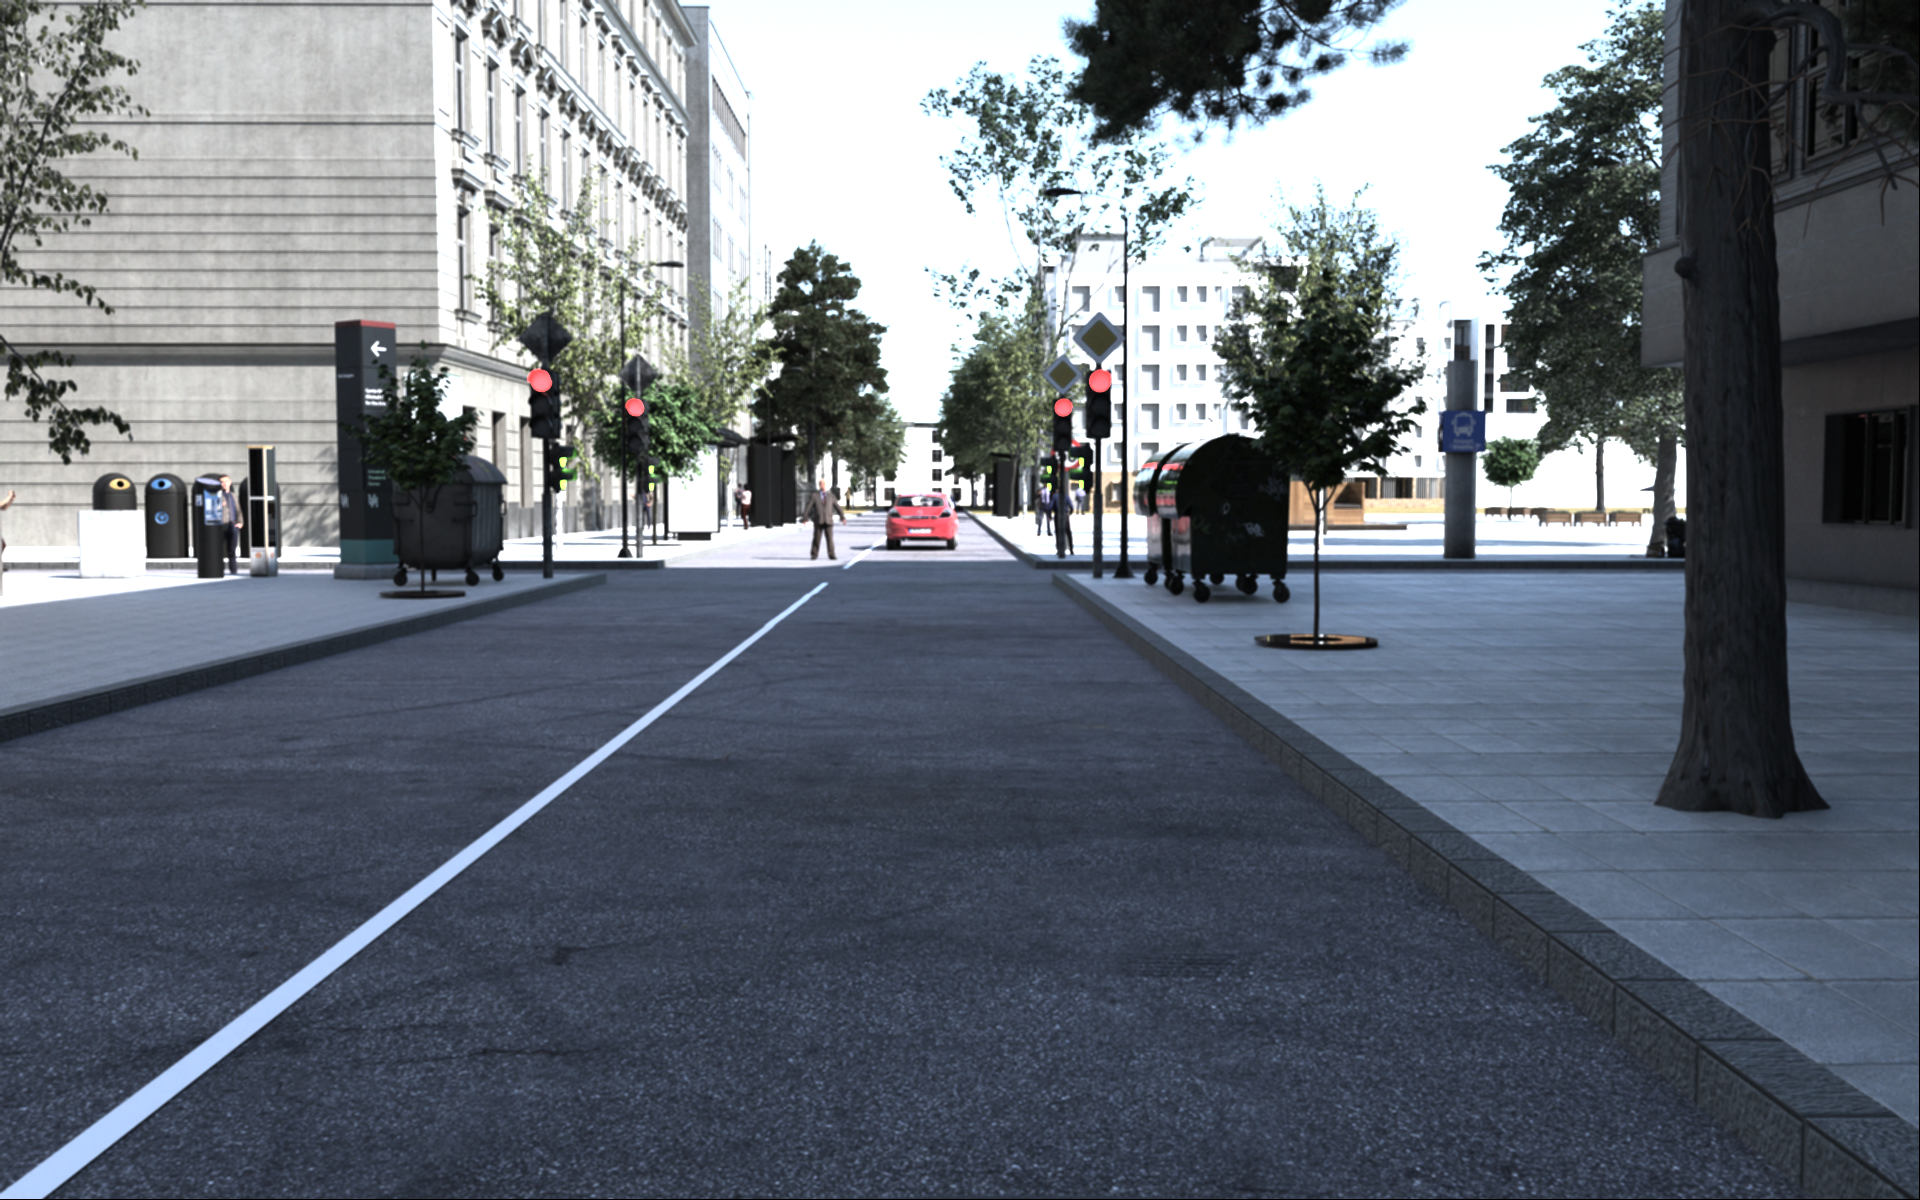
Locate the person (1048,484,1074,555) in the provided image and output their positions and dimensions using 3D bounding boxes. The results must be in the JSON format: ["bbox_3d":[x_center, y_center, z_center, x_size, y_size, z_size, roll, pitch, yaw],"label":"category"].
[{"bbox_3d":[2.230,-1.720,36.867,0.574,1.496,0.600,2,4,27],"label":"person"}]

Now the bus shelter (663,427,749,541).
[{"bbox_3d":[-7.355,-3.414,49.736,2.014,3.302,5.546,0,4,-1],"label":"bus shelter"}]

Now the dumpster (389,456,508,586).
[{"bbox_3d":[-7.311,-1.163,24.775,1.264,1.857,1.865,0,4,0],"label":"dumpster"}]

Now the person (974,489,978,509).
[{"bbox_3d":[1.413,-8.901,152.237,0.551,1.740,0.621,3,4,38],"label":"person"}]

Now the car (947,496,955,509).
[{"bbox_3d":[-1.286,-5.247,98.157,2.083,1.381,4.827,0,4,-1],"label":"car"}]

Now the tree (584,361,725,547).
[{"bbox_3d":[-7.542,-3.617,42.849,4.285,4.588,4.351,0,3,0],"label":"tree"}]

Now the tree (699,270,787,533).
[{"bbox_3d":[-7.772,-6.480,56.302,4.737,8.622,4.395,0,3,0],"label":"tree"}]

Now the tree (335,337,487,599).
[{"bbox_3d":[-6.627,-1.645,21.504,1.663,3.219,1.824,0,3,0],"label":"tree"}]

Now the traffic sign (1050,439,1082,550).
[{"bbox_3d":[2.438,-2.405,39.426,0.768,2.556,0.104,0,4,4],"label":"traffic sign"}]

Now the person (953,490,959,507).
[{"bbox_3d":[-0.325,-9.175,158.951,0.683,1.767,0.568,1,4,16],"label":"person"}]

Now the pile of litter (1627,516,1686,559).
[{"bbox_3d":[14.339,-1.278,34.860,1.719,0.858,1.176,2,4,27],"label":"pile of litter"}]

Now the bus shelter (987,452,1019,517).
[{"bbox_3d":[2.490,-6.611,99.372,1.731,3.624,6.357,0,4,-1],"label":"bus shelter"}]

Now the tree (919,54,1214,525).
[{"bbox_3d":[4.351,-13.269,72.833,12.611,20.169,13.585,0,3,0],"label":"tree"}]

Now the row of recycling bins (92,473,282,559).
[{"bbox_3d":[-15.395,-1.677,34.539,3.534,1.692,1.069,-1,4,-11],"label":"row of recycling bins"}]

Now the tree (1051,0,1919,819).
[{"bbox_3d":[3.151,-5.188,6.879,6.751,12.117,7.091,0,3,0],"label":"tree"}]

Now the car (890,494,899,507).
[{"bbox_3d":[-5.263,-8.989,155.759,1.959,1.807,4.718,0,3,0],"label":"car"}]

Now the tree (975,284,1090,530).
[{"bbox_3d":[2.420,-6.755,60.801,4.737,8.622,4.395,0,3,0],"label":"tree"}]

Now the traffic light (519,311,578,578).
[{"bbox_3d":[-6.270,-2.268,26.324,0.839,4.213,0.868,0,4,-1],"label":"traffic light"}]

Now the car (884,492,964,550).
[{"bbox_3d":[-0.974,-2.246,45.766,2.155,1.783,4.494,0,4,1],"label":"car"}]

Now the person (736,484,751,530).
[{"bbox_3d":[-7.699,-3.306,61.559,0.517,1.644,0.566,-1,4,-16],"label":"person"}]

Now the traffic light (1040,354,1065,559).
[{"bbox_3d":[2.012,-2.762,34.407,0.839,4.213,0.868,0,4,-1],"label":"traffic light"}]

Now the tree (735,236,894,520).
[{"bbox_3d":[-7.204,-10.919,85.952,7.806,13.903,7.818,0,3,0],"label":"tree"}]

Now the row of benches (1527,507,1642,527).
[{"bbox_3d":[24.480,-3.181,67.478,4.104,0.672,1.422,0,4,-7],"label":"row of benches"}]

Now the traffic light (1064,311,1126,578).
[{"bbox_3d":[2.090,-2.274,26.422,0.839,4.213,0.868,0,4,-1],"label":"traffic light"}]

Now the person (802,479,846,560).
[{"bbox_3d":[-2.954,-1.754,37.737,0.990,1.755,0.434,-1,4,-13],"label":"person"}]

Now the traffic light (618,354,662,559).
[{"bbox_3d":[-6.349,-2.756,34.309,0.839,4.213,0.868,0,4,-1],"label":"traffic light"}]

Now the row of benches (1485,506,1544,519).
[{"bbox_3d":[29.120,-4.580,90.351,1.422,0.672,4.104,-2,4,-34],"label":"row of benches"}]

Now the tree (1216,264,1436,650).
[{"bbox_3d":[3.160,-1.224,14.613,1.663,3.219,1.824,0,3,0],"label":"tree"}]

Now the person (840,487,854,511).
[{"bbox_3d":[-8.730,-7.867,134.760,1.348,1.812,0.705,3,4,37],"label":"person"}]

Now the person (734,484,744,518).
[{"bbox_3d":[-11.563,-5.242,91.623,0.709,1.838,0.599,2,4,30],"label":"person"}]

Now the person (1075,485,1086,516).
[{"bbox_3d":[7.235,-5.960,103.354,0.709,1.838,0.599,2,4,26],"label":"person"}]

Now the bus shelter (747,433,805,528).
[{"bbox_3d":[-7.306,-4.771,69.287,1.731,3.624,6.357,0,4,-1],"label":"bus shelter"}]

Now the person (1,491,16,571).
[{"bbox_3d":[-17.879,-1.360,32.197,0.566,1.644,0.517,1,4,18],"label":"person"}]

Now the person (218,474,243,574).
[{"bbox_3d":[-11.965,-1.183,28.372,0.617,1.759,0.750,-3,5,-43],"label":"person"}]

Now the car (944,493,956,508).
[{"bbox_3d":[-1.275,-8.588,150.010,1.945,1.707,3.694,0,4,-2],"label":"car"}]

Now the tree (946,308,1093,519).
[{"bbox_3d":[2.753,-9.324,86.861,7.601,10.594,8.767,3,5,44],"label":"tree"}]

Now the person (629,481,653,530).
[{"bbox_3d":[-11.258,-3.340,61.190,0.617,1.759,0.750,2,4,33],"label":"person"}]

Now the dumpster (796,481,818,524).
[{"bbox_3d":[-7.254,-4.545,80.072,1.264,1.857,1.865,0,4,0],"label":"dumpster"}]

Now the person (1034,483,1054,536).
[{"bbox_3d":[2.580,-2.783,52.367,0.655,1.722,0.431,0,4,-7],"label":"person"}]
